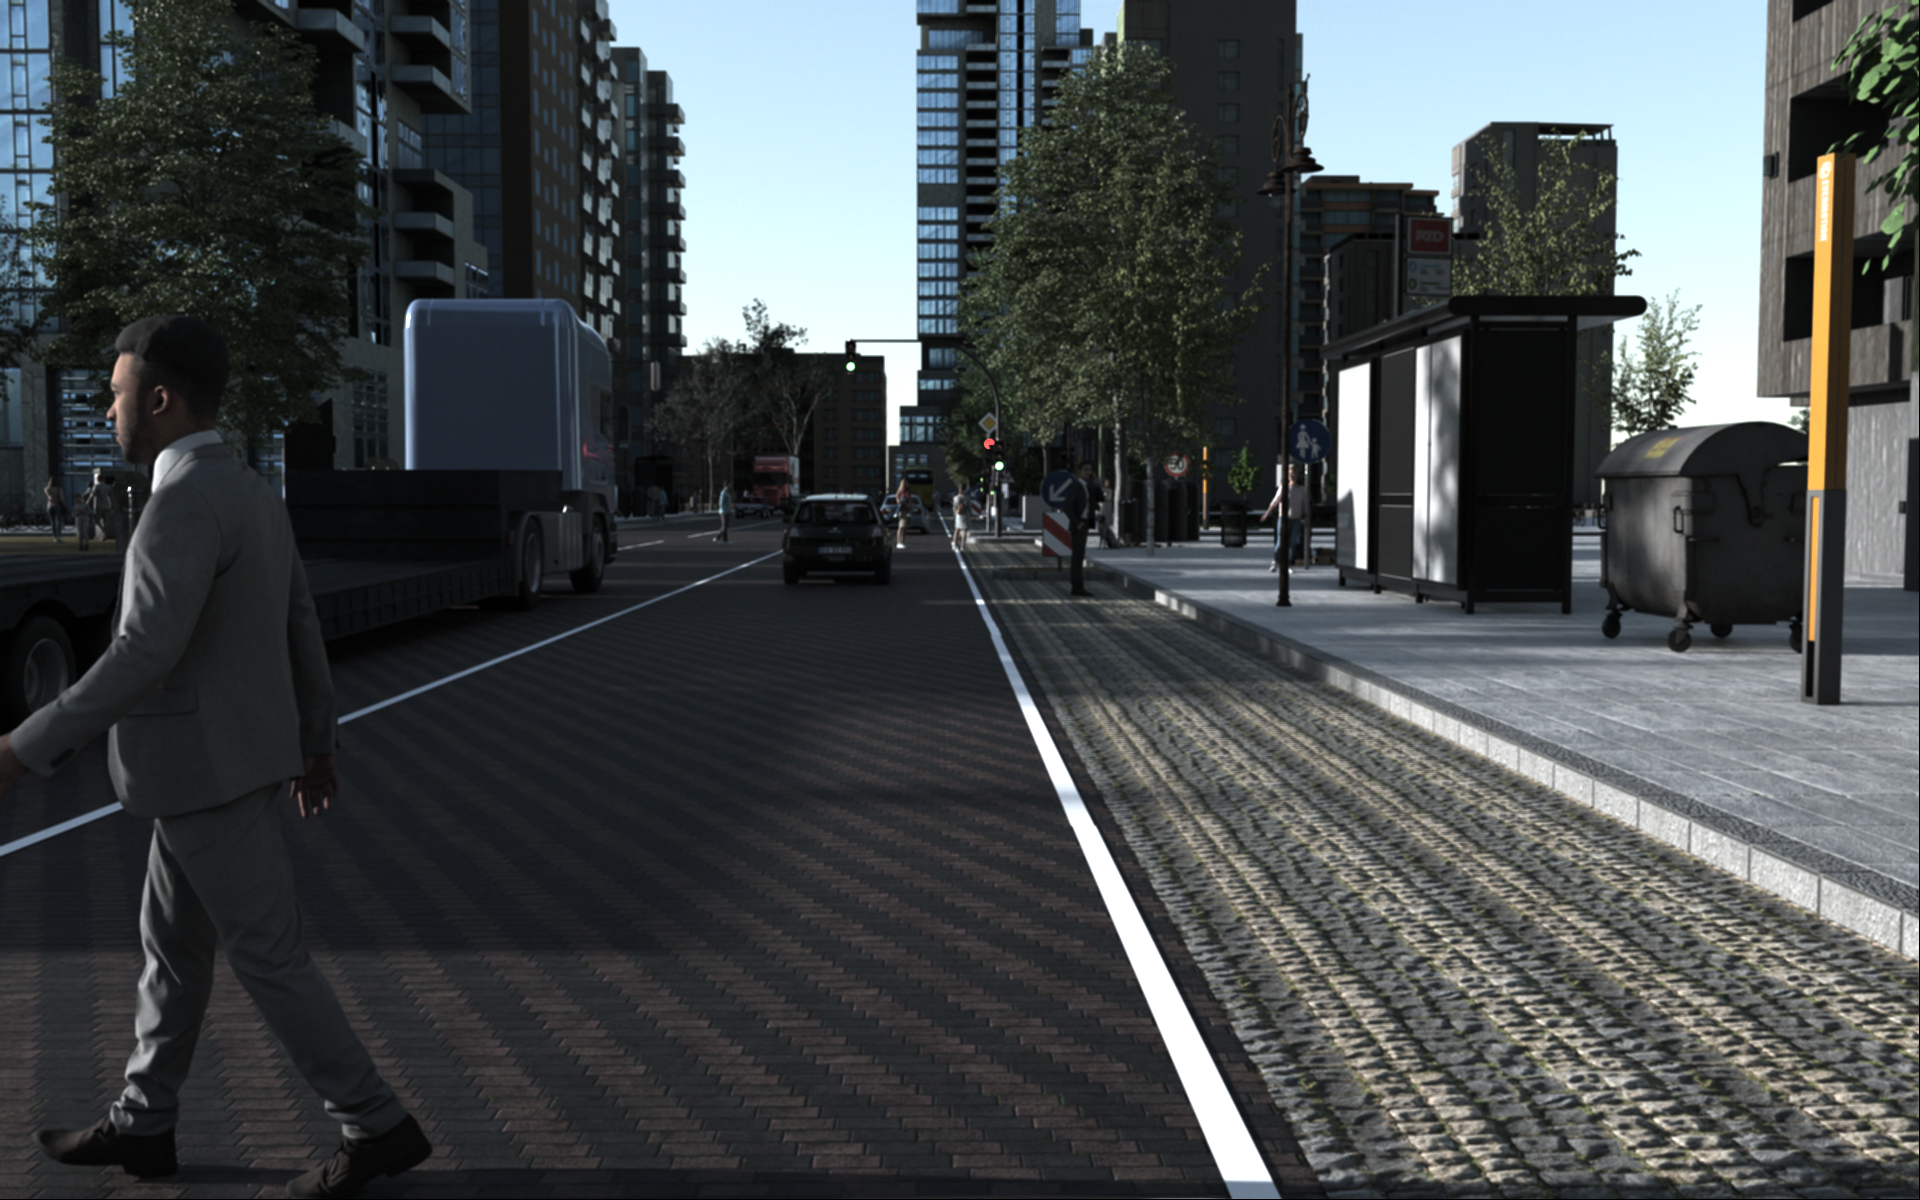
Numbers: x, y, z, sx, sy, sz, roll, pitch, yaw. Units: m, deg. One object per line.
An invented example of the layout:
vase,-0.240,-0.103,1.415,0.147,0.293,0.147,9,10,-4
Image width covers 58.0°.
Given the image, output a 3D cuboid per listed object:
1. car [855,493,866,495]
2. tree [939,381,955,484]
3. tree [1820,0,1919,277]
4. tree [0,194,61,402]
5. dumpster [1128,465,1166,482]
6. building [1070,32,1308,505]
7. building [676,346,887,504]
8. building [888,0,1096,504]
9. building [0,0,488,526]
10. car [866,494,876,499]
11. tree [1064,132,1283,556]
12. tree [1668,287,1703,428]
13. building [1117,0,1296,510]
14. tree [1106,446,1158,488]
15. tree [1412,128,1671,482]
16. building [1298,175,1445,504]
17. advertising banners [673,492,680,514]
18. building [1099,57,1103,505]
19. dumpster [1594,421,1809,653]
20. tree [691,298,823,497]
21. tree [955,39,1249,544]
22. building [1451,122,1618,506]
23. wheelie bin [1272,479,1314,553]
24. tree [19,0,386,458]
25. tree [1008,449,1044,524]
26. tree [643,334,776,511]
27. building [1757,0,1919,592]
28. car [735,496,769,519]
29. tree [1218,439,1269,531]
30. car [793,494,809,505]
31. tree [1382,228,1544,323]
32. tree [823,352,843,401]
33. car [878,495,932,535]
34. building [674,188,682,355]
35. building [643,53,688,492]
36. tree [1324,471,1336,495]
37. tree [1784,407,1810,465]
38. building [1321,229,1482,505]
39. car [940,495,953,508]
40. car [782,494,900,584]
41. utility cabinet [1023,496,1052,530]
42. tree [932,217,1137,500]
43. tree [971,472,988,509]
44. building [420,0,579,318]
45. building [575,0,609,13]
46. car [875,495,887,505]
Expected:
car,-9.690,-9.633,167.086,1.945,1.707,3.694,0,4,-1
tree,2.215,-13.230,134.445,7.486,12.596,7.792,0,3,0
tree,4.890,-1.368,6.082,4.285,4.588,4.351,0,3,0
tree,-23.851,-5.592,41.798,4.360,8.622,3.978,0,3,0
dumpster,6.206,-3.478,59.358,1.502,2.255,1.985,0,4,-1
building,23.513,-34.519,183.987,23.786,49.044,30.456,0,4,-1
building,-25.055,-24.319,242.652,28.899,21.520,27.650,0,4,-1
building,5.776,-56.631,238.590,31.000,86.520,22.319,0,4,-1
building,-36.301,-47.120,83.076,22.319,86.520,31.000,0,4,-1
car,-10.225,-11.405,195.510,2.155,1.783,4.494,0,4,-1
tree,4.131,-5.212,35.575,4.737,8.622,4.395,0,3,0
tree,24.772,-6.851,62.383,4.737,8.622,4.395,0,3,0
building,20.062,-28.336,146.887,14.154,41.232,14.086,0,4,-1
tree,11.374,-8.040,115.174,4.285,4.588,4.351,0,3,0
tree,11.227,-5.134,34.309,4.737,8.622,4.395,0,3,0
building,50.572,-35.848,240.745,28.867,44.769,22.147,0,4,-1
advertising banners,-19.208,-7.095,112.198,2.074,3.025,0.090,0,4,1
building,19.944,-29.255,161.922,14.154,41.232,14.086,0,4,-1
dumpster,6.319,-0.545,14.673,1.264,1.857,1.865,0,4,-1
tree,-20.440,-19.217,170.085,12.611,20.169,13.585,0,3,0
tree,3.753,-7.714,44.245,7.486,12.596,7.792,0,3,0
building,63.550,-31.188,193.523,14.086,41.232,14.154,0,4,-1
wheelie bin,6.820,-1.693,35.584,0.693,1.594,0.980,-2,4,-28
tree,-16.783,-7.367,38.574,7.486,12.596,7.792,0,3,0
tree,3.171,-4.905,74.790,1.663,3.219,1.824,0,3,0
tree,-18.860,-13.567,132.189,12.009,13.543,11.850,0,3,0
building,19.528,-15.450,24.309,14.160,30.474,14.107,0,4,-1
car,-12.177,-5.445,101.609,1.945,1.354,3.894,0,4,-1
tree,10.125,-4.072,61.185,1.663,3.219,1.824,0,3,0
car,-16.624,-10.577,181.737,1.959,1.807,4.718,0,4,0
tree,13.787,-5.951,47.663,4.360,8.622,3.978,0,3,0
tree,-21.304,-21.633,209.590,12.611,20.169,13.585,0,3,0
car,-2.017,-3.090,62.530,2.014,1.417,4.499,0,4,0
building,-50.246,-37.582,238.163,21.600,48.544,21.300,0,4,-1
building,-45.334,-34.656,186.238,30.456,49.044,23.786,0,4,-1
tree,26.981,-7.948,124.543,1.663,3.219,1.824,0,3,0
tree,53.087,-8.268,98.091,11.467,7.101,20.602,-1,4,-10
building,48.822,-25.756,192.816,14.107,30.474,14.160,0,4,-1
car,-1.263,-10.430,183.111,1.945,1.354,3.894,0,4,-1
car,-2.011,-1.173,28.959,2.009,1.686,4.222,0,4,-2
utility cabinet,2.794,-3.135,62.425,1.020,1.237,0.306,-1,4,-11
tree,3.177,-8.526,65.152,9.928,11.665,9.643,0,3,0
tree,1.441,-9.583,151.283,1.663,3.219,1.824,0,3,0
building,-33.764,-28.429,114.924,14.600,45.320,14.200,0,4,-1
building,-41.747,-32.324,148.109,23.786,49.044,30.456,0,4,-1
car,-8.336,-10.515,184.496,1.945,1.354,3.894,0,4,-3
